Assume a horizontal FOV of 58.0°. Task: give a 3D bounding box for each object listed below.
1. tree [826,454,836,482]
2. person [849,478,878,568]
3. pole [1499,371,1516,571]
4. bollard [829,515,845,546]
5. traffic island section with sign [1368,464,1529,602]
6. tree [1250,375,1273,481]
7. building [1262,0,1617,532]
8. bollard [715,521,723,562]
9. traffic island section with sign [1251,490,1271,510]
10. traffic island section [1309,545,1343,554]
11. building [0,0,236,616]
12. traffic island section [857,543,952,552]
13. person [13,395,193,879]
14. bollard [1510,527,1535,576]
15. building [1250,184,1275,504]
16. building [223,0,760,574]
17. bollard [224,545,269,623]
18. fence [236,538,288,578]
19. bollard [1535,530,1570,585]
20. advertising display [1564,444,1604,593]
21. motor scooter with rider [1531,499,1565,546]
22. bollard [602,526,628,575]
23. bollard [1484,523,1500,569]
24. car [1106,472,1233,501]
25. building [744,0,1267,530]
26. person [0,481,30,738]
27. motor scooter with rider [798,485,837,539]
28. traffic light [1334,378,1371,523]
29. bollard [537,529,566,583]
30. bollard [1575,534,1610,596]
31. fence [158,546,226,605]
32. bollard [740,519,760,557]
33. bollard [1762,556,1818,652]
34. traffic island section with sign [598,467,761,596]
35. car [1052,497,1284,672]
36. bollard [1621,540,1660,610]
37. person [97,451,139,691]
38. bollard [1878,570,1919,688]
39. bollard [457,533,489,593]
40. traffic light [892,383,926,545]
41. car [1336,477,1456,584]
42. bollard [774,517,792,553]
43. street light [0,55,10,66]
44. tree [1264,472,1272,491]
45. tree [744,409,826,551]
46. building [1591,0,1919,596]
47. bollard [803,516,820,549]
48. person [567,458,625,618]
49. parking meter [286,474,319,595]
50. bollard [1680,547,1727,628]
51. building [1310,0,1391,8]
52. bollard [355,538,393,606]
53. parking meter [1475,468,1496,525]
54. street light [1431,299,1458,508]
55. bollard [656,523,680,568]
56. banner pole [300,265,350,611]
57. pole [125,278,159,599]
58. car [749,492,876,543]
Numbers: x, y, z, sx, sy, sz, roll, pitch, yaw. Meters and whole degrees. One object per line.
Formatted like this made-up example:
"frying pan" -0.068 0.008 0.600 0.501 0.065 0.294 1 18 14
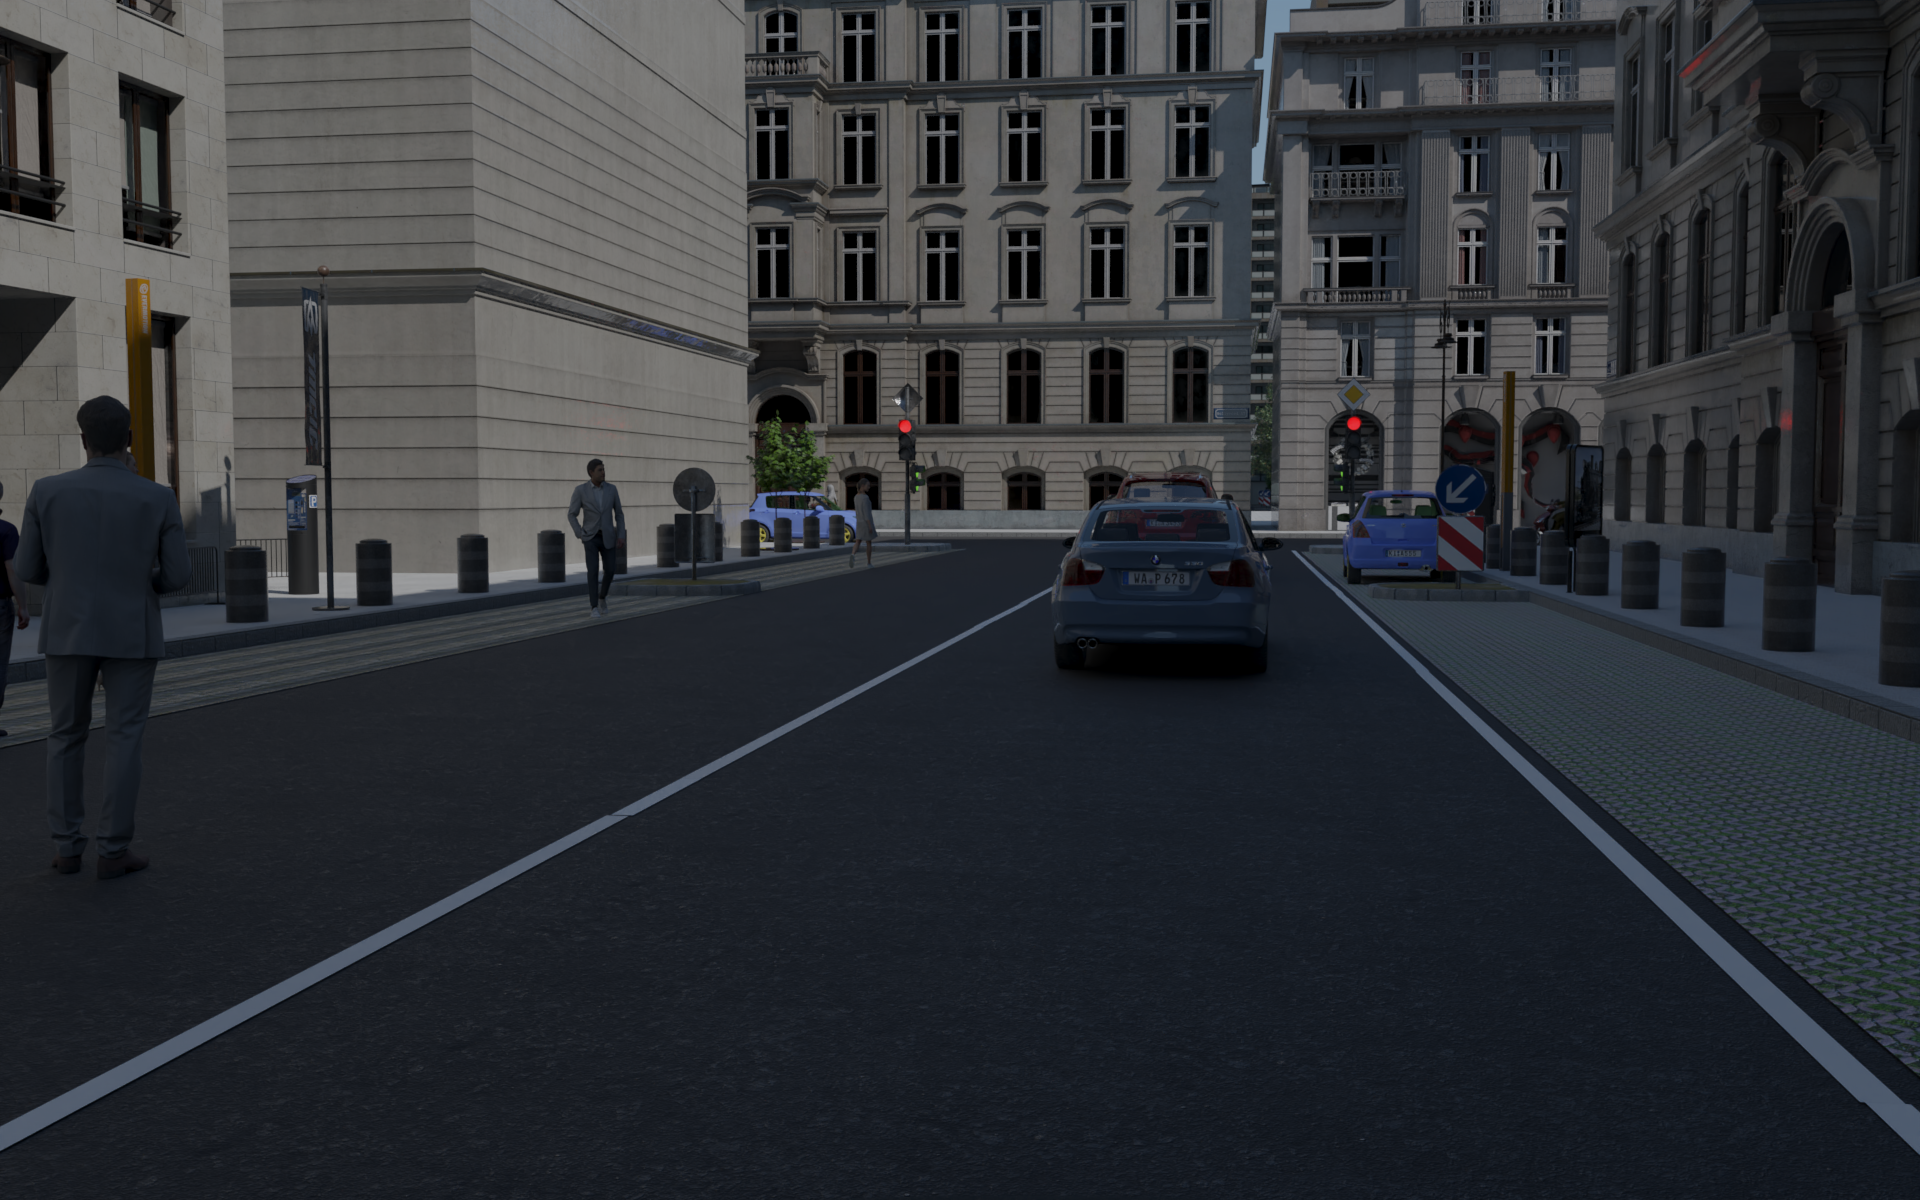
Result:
"tree" -3.957 -3.098 45.249 1.663 3.219 1.824 0 3 0
"person" -1.856 -1.464 33.191 0.466 1.731 0.760 1 4 23
"pole" 9.109 -2.139 28.815 0.158 3.312 0.155 0 3 0
"bollard" -3.080 -1.750 43.336 0.404 0.777 0.398 0 3 0
"traffic island section with sign" 6.695 -0.935 23.914 1.989 1.847 2.006 1 4 9
"tree" 26.330 -13.182 132.535 9.611 12.733 9.660 0 3 0
"building" 23.349 -13.551 63.365 24.055 21.916 13.314 1 4 9
"bollard" -4.715 -1.117 32.977 0.404 0.777 0.398 0 3 0
"traffic island section with sign" 31.574 -10.605 182.023 1.989 1.847 2.006 1 4 9
"traffic island section" 9.558 -1.217 42.185 2.009 0.180 2.903 1 4 9
"building" -15.118 -9.664 12.751 10.420 20.320 16.860 1 4 9
"traffic island section" -1.349 -1.322 43.900 2.009 0.180 2.903 1 4 9
"person" -3.258 0.127 6.624 0.606 1.804 0.583 -2 4 -23
"bollard" 8.853 -0.763 27.199 0.404 0.777 0.398 0 3 0
"building" 40.131 -32.890 221.353 14.086 41.232 14.154 1 4 9
"building" -27.677 -16.003 38.070 44.131 29.872 17.030 1 4 9
"bollard" -7.164 -0.164 17.392 0.404 0.777 0.398 0 3 0
"fence" -9.600 -0.459 22.882 0.278 0.683 2.069 3 5 42
"bollard" 8.441 -0.604 24.587 0.404 0.777 0.398 0 3 0
"advertising display" 8.203 -1.074 22.769 0.123 1.923 0.974 3 5 42
"motor scooter with rider" 16.283 -2.316 46.836 1.986 1.779 0.876 0 4 7
"bollard" -5.536 -0.798 27.770 0.404 0.777 0.398 0 3 0
"bollard" 9.259 -0.922 29.785 0.404 0.777 0.398 0 3 0
"car" 3.680 -1.342 30.609 2.281 1.827 5.304 1 4 9
"building" -5.613 -15.242 68.285 34.723 24.649 14.460 1 4 9
"person" -5.713 0.045 9.973 0.569 1.553 0.471 3 4 36
"motor scooter with rider" -4.373 -2.837 55.347 1.986 1.779 0.876 1 4 11
"traffic light" 9.520 -3.251 42.077 0.839 4.253 0.868 1 4 9
"bollard" -5.939 -0.640 25.183 0.404 0.777 0.398 0 3 0
"bollard" 8.035 -0.445 21.995 0.404 0.777 0.398 0 3 0
"fence" -8.600 -0.228 19.106 0.278 0.683 2.069 0 4 -1
"bollard" -4.306 -1.275 35.565 0.404 0.777 0.398 0 3 0
"bollard" 6.813 0.030 14.224 0.404 0.777 0.398 0 3 0
"traffic island section with sign" -3.973 -1.006 25.069 1.989 1.847 2.006 1 4 9
"car" 1.855 -0.206 15.378 2.014 1.417 4.499 1 4 10
"bollard" 7.626 -0.287 19.409 0.404 0.777 0.398 0 3 0
"person" -6.011 -0.211 12.499 0.519 1.759 0.362 2 4 33
"bollard" 6.403 0.189 11.632 0.404 0.777 0.398 0 3 0
"bollard" -6.348 -0.480 22.573 0.404 0.777 0.398 0 3 0
"traffic light" -1.311 -3.354 43.759 0.839 4.253 0.868 1 4 9
"car" 7.200 -1.159 28.536 1.945 1.707 3.694 1 4 11
"bollard" -3.902 -1.433 38.152 0.404 0.777 0.398 0 3 0
"street light" -8.083 -2.488 13.465 0.468 5.910 1.993 1 4 9
"tree" 35.622 -12.842 193.673 4.285 4.588 4.351 0 3 0
"tree" -4.185 -2.738 39.363 1.663 3.219 1.824 0 3 0
"building" 17.294 -12.409 21.968 14.460 24.649 34.723 1 4 9
"bollard" -3.495 -1.592 40.745 0.404 0.777 0.398 0 3 0
"person" -4.245 -0.724 20.190 0.661 1.843 0.795 -2 4 -24
"parking meter" -8.412 -0.841 22.161 0.372 1.533 0.369 0 3 0
"bollard" 7.217 -0.129 16.819 0.404 0.777 0.398 0 3 0
"building" 36.283 -30.258 144.835 14.600 45.320 14.200 1 4 9
"bollard" -6.759 -0.322 19.987 0.404 0.777 0.398 0 3 0
"parking meter" 11.543 -1.980 38.082 0.399 1.863 0.255 2 4 33
"street light" 11.498 -4.187 41.239 0.468 5.910 1.993 1 4 9
"bollard" -5.123 -0.958 30.379 0.404 0.777 0.398 0 3 0
"banner pole" -6.970 -1.763 18.837 0.401 3.779 0.863 0 4 1
"pole" -7.791 -1.386 16.507 0.158 3.312 0.155 0 3 0
"car" -4.205 -2.382 48.539 3.694 1.707 1.945 0 4 8
